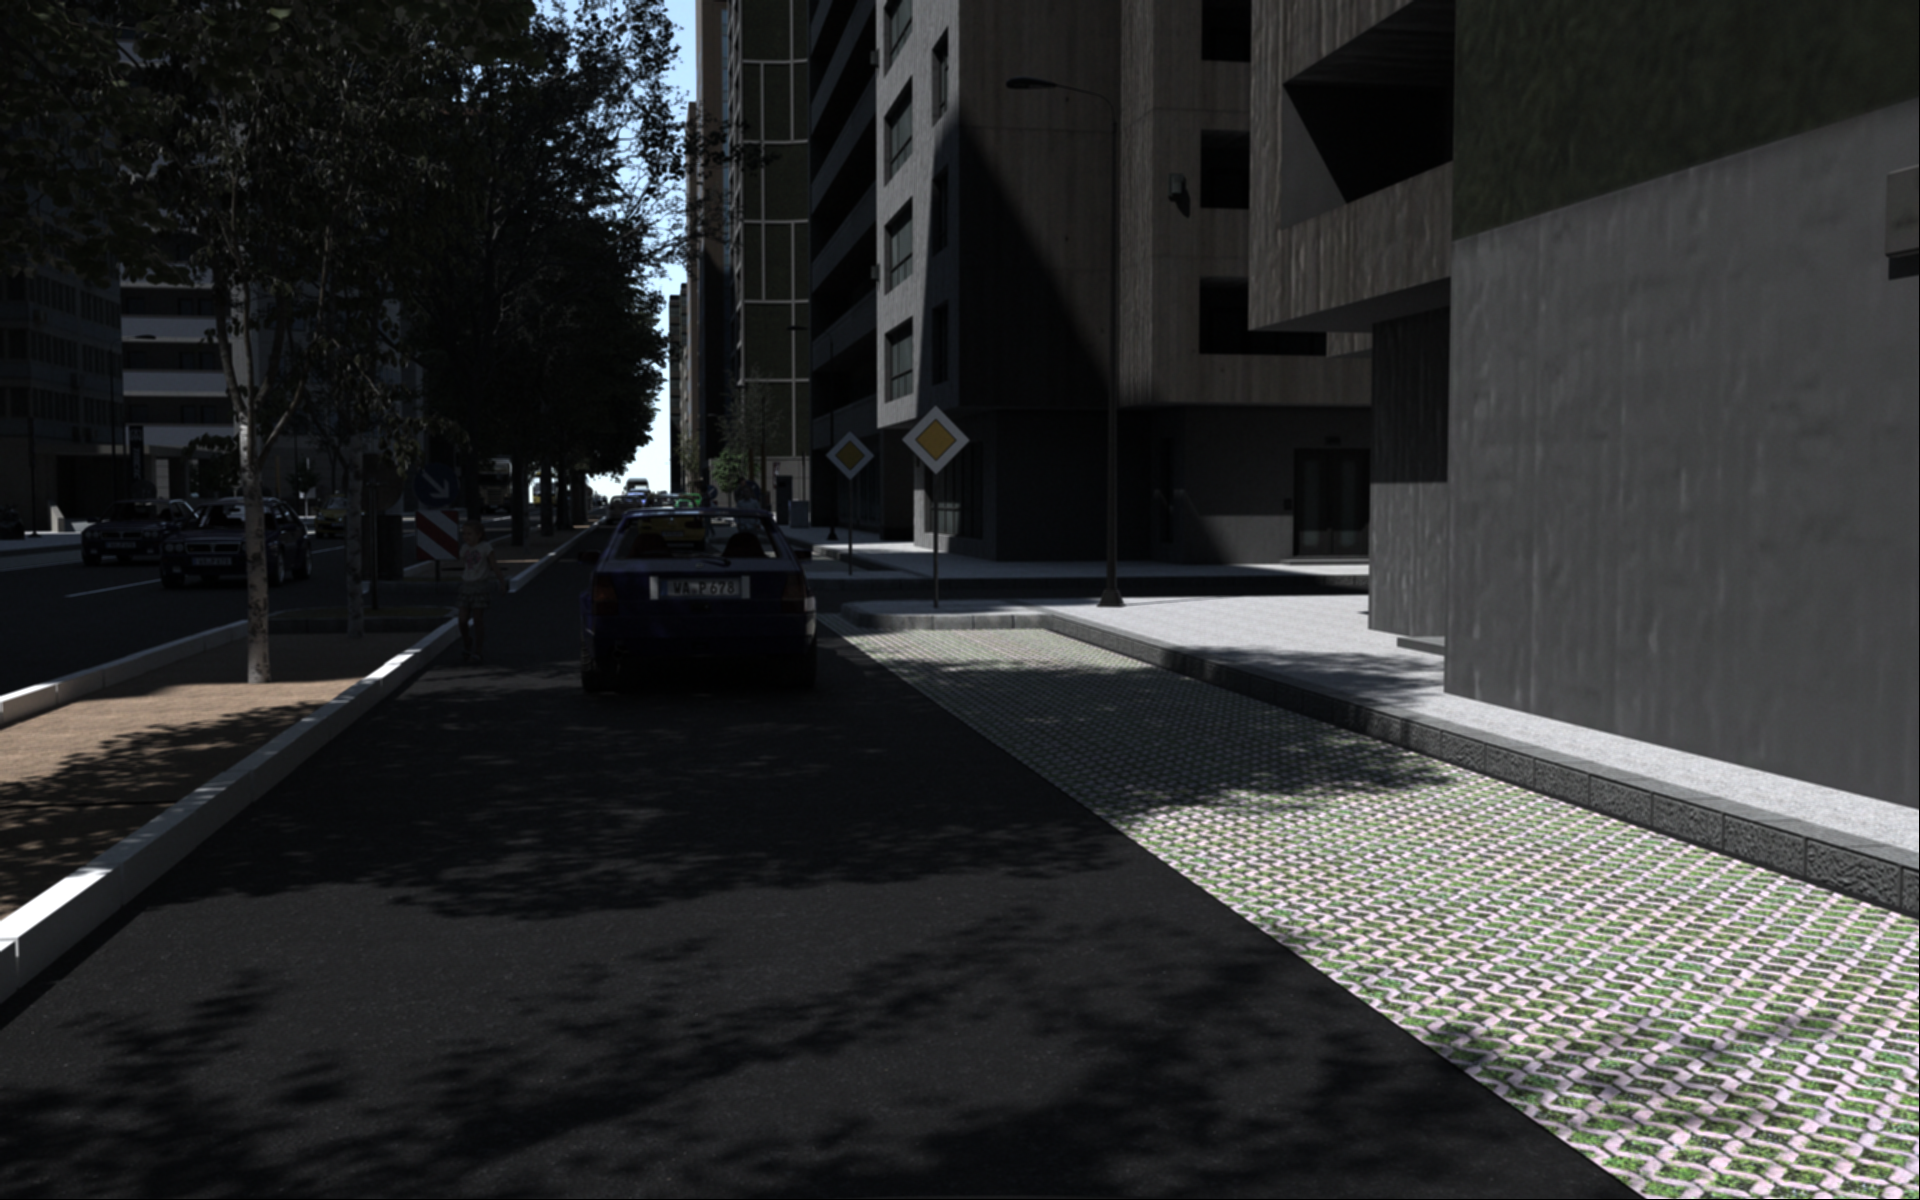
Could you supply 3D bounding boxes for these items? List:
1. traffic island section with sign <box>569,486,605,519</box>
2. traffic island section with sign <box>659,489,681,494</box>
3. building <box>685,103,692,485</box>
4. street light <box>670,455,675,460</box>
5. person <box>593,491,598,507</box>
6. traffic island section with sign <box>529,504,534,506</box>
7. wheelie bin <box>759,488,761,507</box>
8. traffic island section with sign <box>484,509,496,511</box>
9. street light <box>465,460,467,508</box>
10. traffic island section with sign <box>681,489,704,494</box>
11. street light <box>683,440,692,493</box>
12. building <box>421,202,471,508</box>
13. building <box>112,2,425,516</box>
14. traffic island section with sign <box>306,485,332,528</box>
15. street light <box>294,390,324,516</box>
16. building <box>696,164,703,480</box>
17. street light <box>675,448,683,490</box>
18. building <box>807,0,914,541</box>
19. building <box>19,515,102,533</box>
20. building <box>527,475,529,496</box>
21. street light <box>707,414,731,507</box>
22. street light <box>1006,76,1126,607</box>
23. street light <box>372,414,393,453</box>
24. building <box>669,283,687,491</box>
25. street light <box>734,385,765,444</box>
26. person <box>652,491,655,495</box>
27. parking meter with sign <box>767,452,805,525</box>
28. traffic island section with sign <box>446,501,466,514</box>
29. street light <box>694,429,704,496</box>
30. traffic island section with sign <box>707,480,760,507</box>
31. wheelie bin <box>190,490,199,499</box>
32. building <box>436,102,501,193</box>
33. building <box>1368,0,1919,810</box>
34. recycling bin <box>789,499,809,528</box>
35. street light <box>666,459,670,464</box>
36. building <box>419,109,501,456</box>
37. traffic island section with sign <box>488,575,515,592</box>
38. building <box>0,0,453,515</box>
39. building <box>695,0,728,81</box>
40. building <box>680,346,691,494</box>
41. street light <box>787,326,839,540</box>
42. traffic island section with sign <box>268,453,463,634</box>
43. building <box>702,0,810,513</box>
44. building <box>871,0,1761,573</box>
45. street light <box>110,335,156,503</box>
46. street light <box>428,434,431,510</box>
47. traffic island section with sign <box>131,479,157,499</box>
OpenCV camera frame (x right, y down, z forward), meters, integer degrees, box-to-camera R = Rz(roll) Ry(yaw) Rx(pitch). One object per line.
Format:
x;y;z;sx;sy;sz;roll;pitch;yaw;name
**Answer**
-21.496;-5.607;99.817;2.006;1.907;1.989;-1;4;-10;traffic island section with sign
-25.256;-8.783;152.224;1.989;1.847;2.006;-1;4;-10;traffic island section with sign
-23.600;-33.338;195.190;14.600;45.320;14.200;-1;4;-10;building
-33.227;-14.204;204.780;1.470;5.913;1.316;-1;4;-10;street light
-40.700;-11.311;193.511;0.705;1.814;1.350;-3;4;-37;person
-56.018;-13.527;229.787;1.989;1.847;2.006;-1;4;-10;traffic island section with sign
-11.154;-5.386;95.969;0.693;1.594;0.980;2;4;34;wheelie bin
-41.063;-8.604;149.307;1.989;1.847;2.006;-1;4;-10;traffic island section with sign
-43.417;-11.104;154.097;1.470;5.913;1.316;-1;4;-10;street light
-11.150;-4.143;76.364;1.989;1.847;2.006;-1;4;-10;traffic island section with sign
-22.967;-10.836;149.708;1.470;5.913;1.316;-1;4;-10;street light
-51.548;-23.458;155.236;14.160;30.474;14.107;-1;4;-10;building
-46.757;-34.672;108.888;21.231;58.520;28.212;-1;4;-10;building
-26.897;-3.947;73.155;1.989;1.847;2.006;-1;4;-10;traffic island section with sign
-29.199;-6.428;77.634;1.470;5.913;1.316;-1;4;-10;street light
-13.472;-31.143;163.816;22.147;44.769;28.867;-1;4;-10;building
-27.954;-12.473;176.469;1.470;5.913;1.316;-1;4;-10;street light
6.468;-26.586;58.383;21.300;48.544;21.600;-1;4;-10;building
-45.346;-22.656;62.309;32.217;40.220;23.993;-1;4;-10;building
-66.817;-28.459;237.006;14.160;30.474;14.107;-1;4;-10;building
-13.991;-7.863;101.099;1.470;5.913;1.316;-1;4;-10;street light
1.199;-2.875;19.541;1.470;5.913;1.316;-1;4;-10;street light
-33.302;-7.790;99.907;1.470;5.913;1.316;-1;4;-10;street light
-35.095;-29.348;251.541;14.160;30.474;14.107;-1;4;-10;building
-8.959;-6.224;74.304;1.470;5.913;1.316;-1;4;-10;street light
-40.568;-13.501;229.252;1.348;1.823;0.705;0;4;-6;person
-7.285;-4.614;71.694;1.738;3.016;0.543;0;4;-3;parking meter with sign
-36.131;-6.983;122.805;1.989;1.847;2.006;-1;4;-10;traffic island section with sign
-18.057;-9.230;123.452;1.470;5.913;1.316;-1;4;-10;street light
-6.227;-2.522;49.860;1.989;1.847;2.006;-1;4;-10;traffic island section with sign
-41.573;-5.281;94.250;0.693;1.594;0.980;-3;4;-37;wheelie bin
-66.723;-36.266;216.647;21.300;48.544;21.600;-1;4;-10;building
9.644;-14.795;13.598;14.160;30.474;14.107;-1;4;-10;building
-6.130;-3.262;65.894;0.722;1.027;0.722;-1;4;-11;recycling bin
-38.278;-15.870;232.016;1.470;5.913;1.316;-1;4;-10;street light
-62.741;-32.860;191.883;22.147;44.769;28.867;-1;4;-10;building
-7.756;-1.089;25.941;2.006;1.907;1.989;-1;4;-10;traffic island section with sign
-56.949;-27.044;134.058;32.217;40.220;23.993;-1;4;-10;building
-14.271;-30.072;141.791;14.600;45.320;14.200;-1;4;-10;building
-20.899;-22.829;218.293;27.650;21.520;28.899;-1;4;-10;building
-4.091;-4.618;48.040;1.470;5.913;1.316;-1;4;-10;street light
-6.412;-0.643;18.656;2.006;1.907;1.989;-1;4;-10;traffic island section with sign
-8.029;-41.936;123.905;20.563;71.187;20.611;-1;4;-10;building
5.972;-16.175;36.163;14.107;30.474;14.160;-1;4;-10;building
-24.153;-4.773;50.581;1.470;5.913;1.316;-1;4;-10;street light
-38.362;-9.441;126.907;1.470;5.913;1.316;-1;4;-10;street light
-21.926;-2.308;46.367;1.989;1.847;2.006;-1;4;-10;traffic island section with sign
